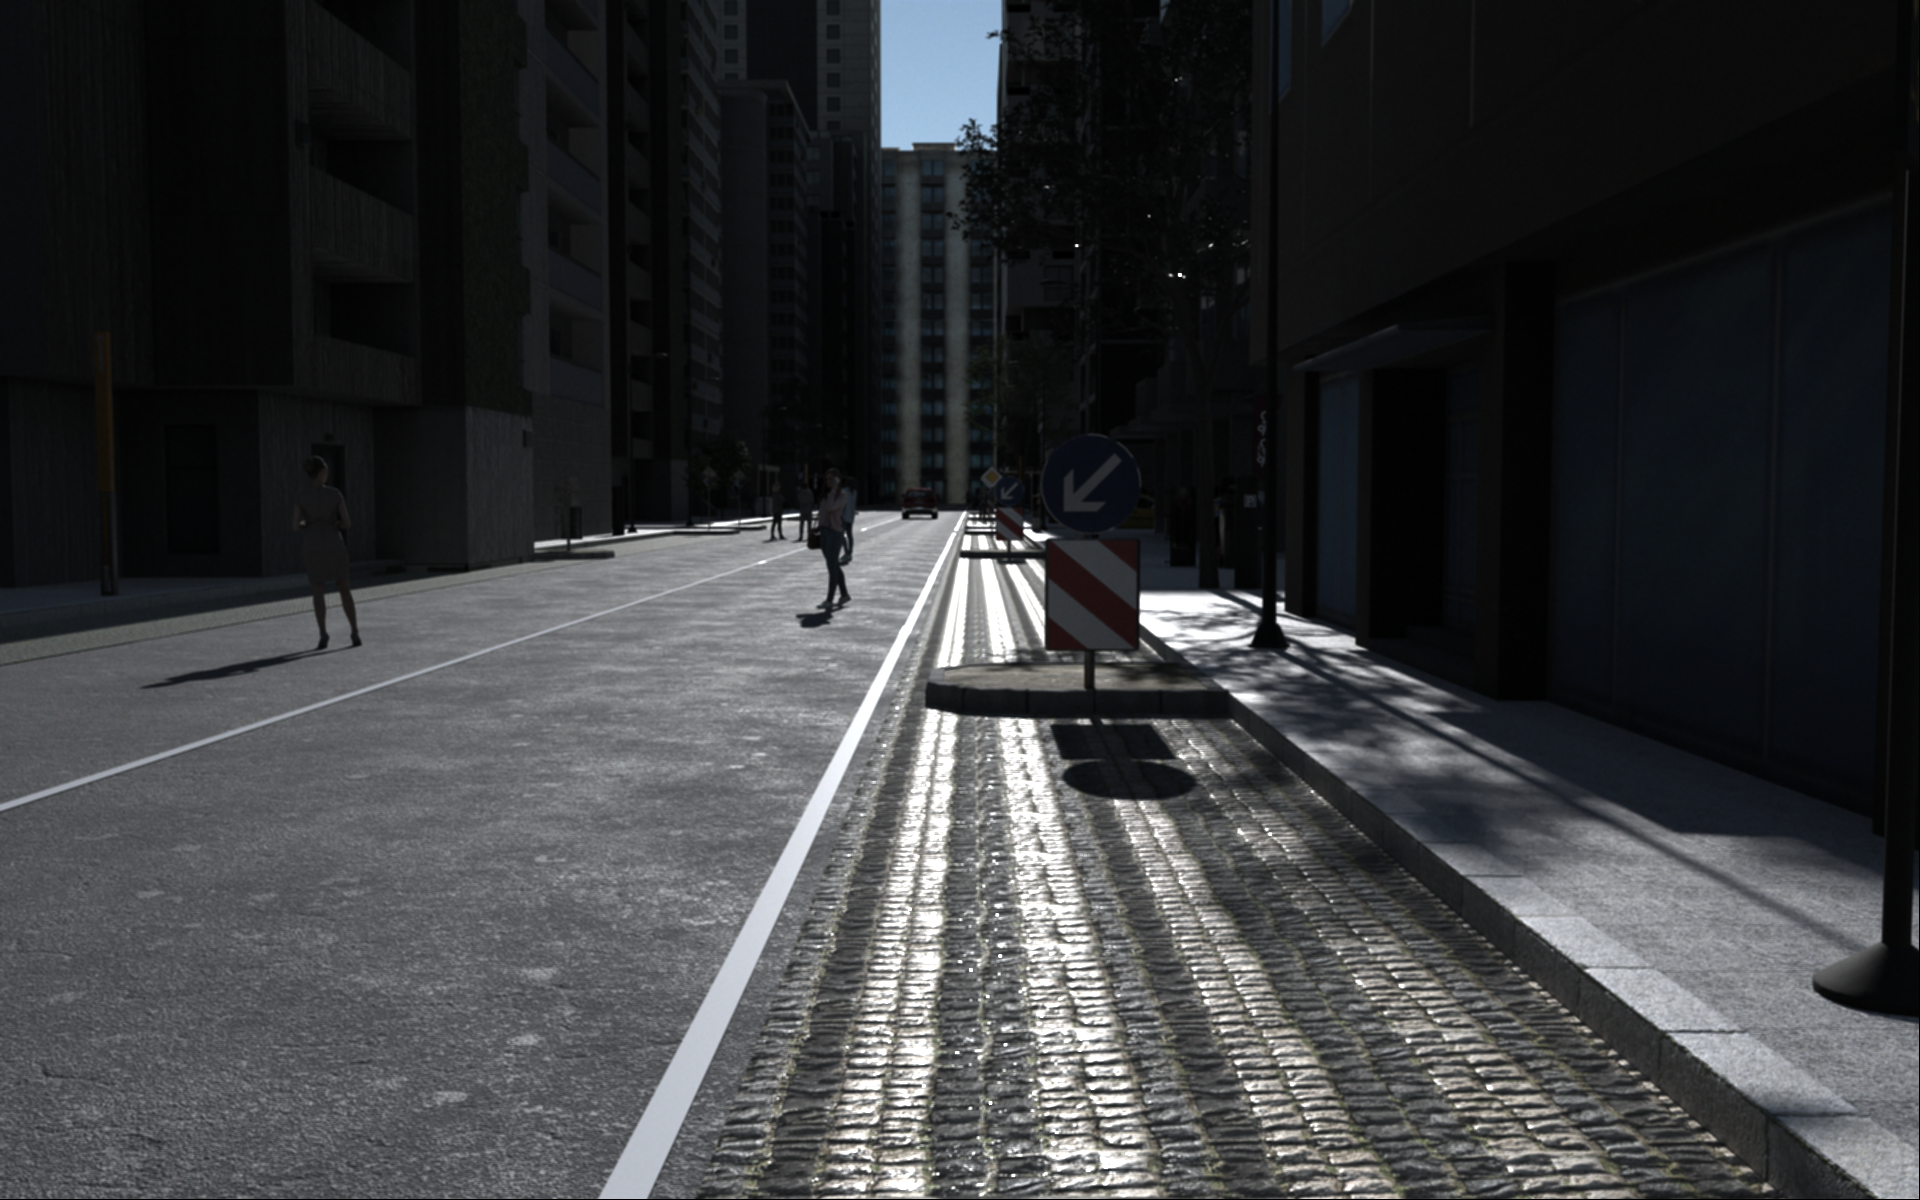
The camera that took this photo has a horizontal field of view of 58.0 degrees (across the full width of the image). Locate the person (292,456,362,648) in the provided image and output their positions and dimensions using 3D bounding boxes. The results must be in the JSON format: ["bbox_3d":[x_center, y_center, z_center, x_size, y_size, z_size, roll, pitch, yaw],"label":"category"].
[{"bbox_3d":[-5.910,-0.448,16.162,0.599,1.781,0.374,-1,4,-23],"label":"person"}]

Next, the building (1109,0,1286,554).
[{"bbox_3d":[16.537,-26.015,44.954,23.786,49.044,30.456,0,4,0],"label":"building"}]

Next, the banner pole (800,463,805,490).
[{"bbox_3d":[-12.619,-9.152,139.645,0.863,3.779,0.401,0,4,3],"label":"banner pole"}]

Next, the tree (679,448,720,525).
[{"bbox_3d":[-10.984,-4.772,72.631,1.663,3.219,1.824,0,3,0],"label":"tree"}]

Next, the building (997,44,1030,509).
[{"bbox_3d":[14.620,-34.032,180.132,21.300,48.544,21.600,0,4,0],"label":"building"}]

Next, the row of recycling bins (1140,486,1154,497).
[{"bbox_3d":[8.057,-4.578,81.963,3.534,1.692,1.069,0,4,-4],"label":"row of recycling bins"}]

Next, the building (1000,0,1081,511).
[{"bbox_3d":[16.631,-32.822,125.886,28.713,52.752,27.495,0,4,0],"label":"building"}]

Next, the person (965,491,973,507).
[{"bbox_3d":[0.919,-11.037,189.734,0.721,1.735,1.217,-3,5,-44],"label":"person"}]

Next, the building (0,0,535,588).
[{"bbox_3d":[-16.022,-15.718,28.693,14.160,30.474,14.107,0,4,0],"label":"building"}]

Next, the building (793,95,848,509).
[{"bbox_3d":[-26.643,-28.404,156.289,32.217,40.220,23.993,0,4,0],"label":"building"}]

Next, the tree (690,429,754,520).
[{"bbox_3d":[-11.982,-6.327,87.166,4.285,4.588,4.351,0,3,0],"label":"tree"}]

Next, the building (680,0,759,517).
[{"bbox_3d":[-27.631,-25.193,103.789,32.217,40.220,23.993,0,4,0],"label":"building"}]

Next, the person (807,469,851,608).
[{"bbox_3d":[-1.587,-0.784,21.904,0.643,1.750,0.593,-2,4,-35],"label":"person"}]

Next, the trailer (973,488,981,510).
[{"bbox_3d":[1.946,-9.340,159.753,1.471,1.999,3.904,0,4,2],"label":"trailer"}]

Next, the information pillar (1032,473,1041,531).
[{"bbox_3d":[2.644,-3.391,59.942,0.304,2.012,0.304,0,4,8],"label":"information pillar"}]

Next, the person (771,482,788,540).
[{"bbox_3d":[-5.710,-2.806,54.564,0.526,1.800,0.537,-1,4,-10],"label":"person"}]

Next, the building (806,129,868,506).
[{"bbox_3d":[-17.583,-30.928,189.272,14.154,41.232,14.086,0,4,0],"label":"building"}]

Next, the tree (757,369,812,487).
[{"bbox_3d":[-11.699,-11.972,130.148,7.601,10.594,8.767,0,4,6],"label":"tree"}]

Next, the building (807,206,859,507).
[{"bbox_3d":[-17.809,-24.699,175.531,14.160,30.474,14.107,0,4,0],"label":"building"}]

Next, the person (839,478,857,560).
[{"bbox_3d":[-2.452,-1.764,37.613,0.793,1.790,0.793,0,4,1],"label":"person"}]

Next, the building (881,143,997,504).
[{"bbox_3d":[-3.587,-37.873,238.830,30.456,49.044,23.786,0,4,0],"label":"building"}]

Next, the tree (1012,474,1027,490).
[{"bbox_3d":[4.927,-9.347,147.425,1.663,3.219,1.824,0,3,0],"label":"tree"}]

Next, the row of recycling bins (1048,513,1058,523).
[{"bbox_3d":[5.651,-4.217,76.069,3.534,1.692,1.069,0,4,-1],"label":"row of recycling bins"}]

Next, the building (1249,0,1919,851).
[{"bbox_3d":[10.042,-22.060,10.797,14.600,45.320,14.200,0,4,0],"label":"building"}]

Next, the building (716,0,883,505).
[{"bbox_3d":[-20.220,-47.136,208.920,20.611,71.187,20.563,0,4,0],"label":"building"}]

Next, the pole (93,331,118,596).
[{"bbox_3d":[-10.763,-1.711,21.823,0.158,3.312,0.155,0,3,0],"label":"pole"}]

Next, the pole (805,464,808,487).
[{"bbox_3d":[-10.413,-7.568,117.582,0.158,3.312,0.155,0,3,0],"label":"pole"}]

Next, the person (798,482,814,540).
[{"bbox_3d":[-4.856,-2.808,54.594,0.511,1.800,0.466,-1,4,-10],"label":"person"}]

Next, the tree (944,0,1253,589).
[{"bbox_3d":[3.522,-5.456,23.616,8.767,10.594,7.601,1,4,18],"label":"tree"}]

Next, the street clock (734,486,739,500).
[{"bbox_3d":[-16.515,-7.548,127.972,0.358,2.002,0.471,1,4,11],"label":"street clock"}]

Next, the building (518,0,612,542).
[{"bbox_3d":[-25.301,-31.067,49.950,28.212,58.520,21.231,0,4,0],"label":"building"}]

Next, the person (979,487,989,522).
[{"bbox_3d":[1.227,-4.892,88.660,0.537,1.800,0.526,0,4,8],"label":"person"}]

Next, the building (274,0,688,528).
[{"bbox_3d":[-20.357,-18.674,77.027,14.160,30.474,14.107,0,4,0],"label":"building"}]

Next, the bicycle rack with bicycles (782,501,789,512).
[{"bbox_3d":[-13.567,-6.905,126.279,2.852,0.926,2.925,3,5,41],"label":"bicycle rack with bicycles"}]

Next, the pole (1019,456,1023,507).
[{"bbox_3d":[3.256,-6.021,92.288,0.158,3.312,0.155,0,3,0],"label":"pole"}]

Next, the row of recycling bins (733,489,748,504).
[{"bbox_3d":[-16.571,-7.627,131.813,3.534,1.692,1.069,0,4,7],"label":"row of recycling bins"}]

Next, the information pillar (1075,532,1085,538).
[{"bbox_3d":[3.127,-2.403,43.776,0.304,2.012,0.304,3,5,44],"label":"information pillar"}]

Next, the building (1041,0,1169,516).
[{"bbox_3d":[15.093,-39.997,92.200,20.563,71.187,20.611,0,4,0],"label":"building"}]

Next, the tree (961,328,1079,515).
[{"bbox_3d":[3.831,-11.179,108.527,9.928,11.665,9.643,0,3,0],"label":"tree"}]
